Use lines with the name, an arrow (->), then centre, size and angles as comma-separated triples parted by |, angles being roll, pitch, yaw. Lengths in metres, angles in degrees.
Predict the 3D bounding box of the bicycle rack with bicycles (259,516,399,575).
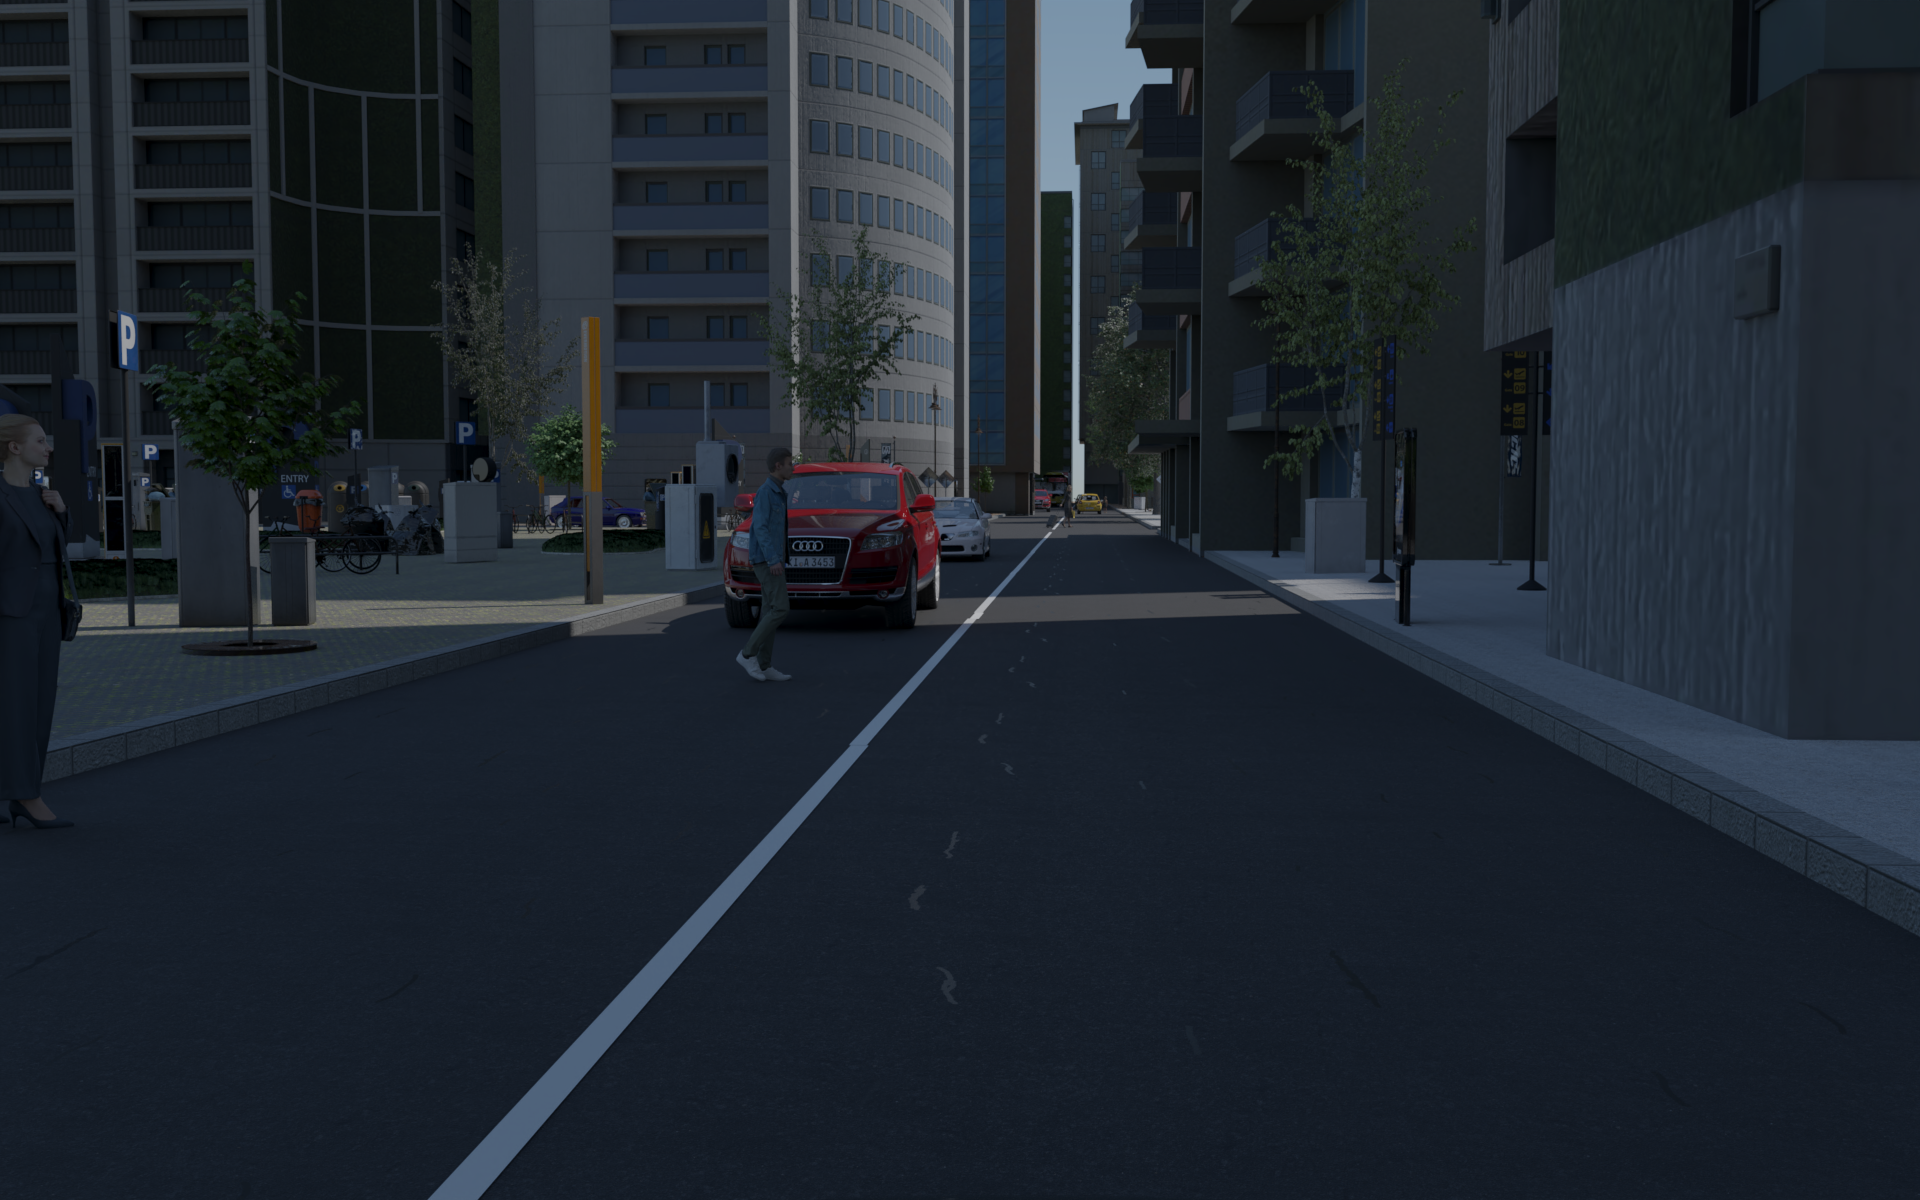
bicycle rack with bicycles -> -10.430, -0.884, 27.831 | 2.925, 0.926, 2.852 | -3, 4, -36

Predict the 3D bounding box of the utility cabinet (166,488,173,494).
utility cabinet -> -29.619, -3.392, 64.138 | 1.173, 1.500, 0.318 | -1, 4, -17

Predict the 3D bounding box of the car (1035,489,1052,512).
car -> 6.224, -7.948, 138.628 | 2.281, 1.827, 5.304 | 0, 4, 2

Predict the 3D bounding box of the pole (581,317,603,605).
pole -> -4.267, -1.605, 20.092 | 0.158, 3.312, 0.155 | 0, 3, 0

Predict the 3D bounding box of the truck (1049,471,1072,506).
truck -> 12.107, -13.501, 209.653 | 2.839, 4.237, 11.283 | 0, 4, 6

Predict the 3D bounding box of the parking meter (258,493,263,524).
parking meter -> -29.858, -4.174, 73.957 | 0.255, 1.863, 0.399 | 3, 5, 44

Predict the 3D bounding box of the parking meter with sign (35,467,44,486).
parking meter with sign -> -52.727, -6.328, 99.724 | 0.543, 3.016, 1.738 | 1, 4, 20

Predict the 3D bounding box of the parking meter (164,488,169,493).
parking meter -> -27.271, -3.113, 59.312 | 0.372, 1.533, 0.369 | 0, 3, 0

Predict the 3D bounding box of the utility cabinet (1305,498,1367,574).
utility cabinet -> 6.105, -1.040, 28.165 | 1.020, 1.237, 0.306 | -2, 4, -25

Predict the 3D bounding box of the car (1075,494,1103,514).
car -> 9.266, -6.977, 124.296 | 2.015, 1.641, 3.980 | 0, 4, 3

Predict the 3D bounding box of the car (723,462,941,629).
car -> -1.373, -0.705, 20.200 | 2.281, 1.827, 5.304 | 0, 4, 4

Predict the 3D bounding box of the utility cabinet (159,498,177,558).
utility cabinet -> -13.780, -1.212, 30.984 | 0.306, 1.237, 1.020 | 1, 4, 23

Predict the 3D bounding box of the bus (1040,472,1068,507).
bus -> 10.771, -12.468, 195.402 | 2.896, 3.916, 12.252 | 0, 4, 5

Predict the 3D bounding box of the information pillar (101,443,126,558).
information pillar -> -12.291, -1.269, 25.232 | 0.304, 2.012, 0.304 | -1, 4, -17

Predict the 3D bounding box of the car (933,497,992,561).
car -> -0.303, -1.598, 38.484 | 2.083, 1.381, 4.827 | 0, 4, 3

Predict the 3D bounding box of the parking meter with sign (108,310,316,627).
parking meter with sign -> -7.212, -1.257, 16.816 | 1.738, 3.016, 0.543 | 0, 4, -8

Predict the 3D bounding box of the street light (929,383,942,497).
street light -> -1.029, -6.066, 71.971 | 0.468, 5.910, 1.993 | 0, 4, 4

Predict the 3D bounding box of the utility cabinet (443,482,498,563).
utility cabinet -> -9.188, -1.457, 32.493 | 0.318, 1.500, 1.173 | 1, 4, 23

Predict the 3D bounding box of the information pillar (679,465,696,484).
information pillar -> -6.768, -2.378, 43.373 | 0.304, 2.012, 0.304 | 1, 4, 11

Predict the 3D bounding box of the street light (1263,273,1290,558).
street light -> 6.393, -3.799, 34.899 | 0.468, 5.910, 1.993 | 0, 4, 4

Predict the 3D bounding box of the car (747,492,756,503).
car -> -6.816, -3.564, 67.312 | 4.494, 1.783, 2.155 | 0, 4, 3

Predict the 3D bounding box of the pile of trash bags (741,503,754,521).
pile of trash bags -> -5.224, -2.593, 52.156 | 1.912, 1.369, 3.447 | -3, 5, -40

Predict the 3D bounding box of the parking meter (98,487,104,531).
parking meter -> -21.742, -2.147, 43.521 | 0.372, 1.533, 0.369 | 0, 3, 0

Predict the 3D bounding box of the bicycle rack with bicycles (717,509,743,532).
bicycle rack with bicycles -> -7.159, -2.792, 59.034 | 2.852, 0.926, 2.925 | -2, 4, -35

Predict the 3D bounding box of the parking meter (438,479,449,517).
parking meter -> -19.278, -3.609, 64.717 | 0.399, 1.863, 0.255 | -1, 4, -11

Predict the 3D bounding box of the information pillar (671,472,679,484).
information pillar -> -9.444, -3.258, 57.757 | 0.304, 2.012, 0.304 | 0, 4, 6

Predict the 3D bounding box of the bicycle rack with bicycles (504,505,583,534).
bicycle rack with bicycles -> -13.600, -2.657, 56.830 | 2.852, 0.926, 2.925 | -2, 4, -28

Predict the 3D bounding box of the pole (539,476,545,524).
pole -> -17.728, -4.864, 73.369 | 0.158, 3.312, 0.155 | 0, 3, 0

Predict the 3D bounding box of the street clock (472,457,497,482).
street clock -> -9.422, -1.822, 34.359 | 0.471, 2.002, 0.358 | 2, 4, 34

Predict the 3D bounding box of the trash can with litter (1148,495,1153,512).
trash can with litter -> 14.696, -7.125, 127.544 | 2.233, 1.210, 1.678 | 1, 4, 14

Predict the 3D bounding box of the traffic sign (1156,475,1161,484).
traffic sign -> 8.435, -4.125, 71.081 | 0.795, 2.450, 0.064 | 0, 4, 4

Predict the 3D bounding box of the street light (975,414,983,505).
street light -> 1.074, -7.751, 99.510 | 0.468, 5.910, 1.993 | 0, 4, 4

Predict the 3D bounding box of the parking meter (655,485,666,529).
parking meter -> -8.192, -2.396, 47.584 | 0.372, 1.533, 0.369 | 0, 3, 0

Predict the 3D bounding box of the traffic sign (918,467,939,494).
traffic sign -> -1.159, -3.678, 63.785 | 0.795, 2.450, 0.064 | 0, 4, 4

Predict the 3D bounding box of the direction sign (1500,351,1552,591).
direction sign -> 7.639, -1.898, 23.035 | 0.876, 3.537, 0.379 | 1, 4, 17

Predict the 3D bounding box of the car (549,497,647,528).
car -> -14.431, -3.490, 69.641 | 3.894, 1.354, 1.945 | 0, 4, 6

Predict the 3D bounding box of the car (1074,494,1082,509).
car -> 11.896, -9.554, 165.990 | 2.009, 1.686, 4.222 | 0, 4, 4

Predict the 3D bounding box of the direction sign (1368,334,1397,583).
direction sign -> 6.119, -2.020, 25.029 | 0.379, 3.537, 0.876 | 0, 4, -5

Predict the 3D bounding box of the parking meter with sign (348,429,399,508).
parking meter with sign -> -15.396, -3.058, 46.253 | 1.738, 3.016, 0.543 | 1, 4, 14

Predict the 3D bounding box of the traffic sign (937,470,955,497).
traffic sign -> -0.585, -4.166, 71.749 | 0.795, 2.450, 0.064 | 0, 4, 4

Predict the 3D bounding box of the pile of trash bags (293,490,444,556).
pile of trash bags -> -12.690, -1.671, 37.081 | 3.447, 1.369, 1.912 | 1, 4, 13

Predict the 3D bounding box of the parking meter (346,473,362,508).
parking meter -> -16.854, -2.596, 48.152 | 0.399, 1.863, 0.255 | -1, 4, -21

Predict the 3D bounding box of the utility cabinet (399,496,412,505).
utility cabinet -> -17.419, -2.578, 53.316 | 1.020, 1.237, 0.306 | -2, 4, -24

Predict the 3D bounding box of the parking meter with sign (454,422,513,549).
parking meter with sign -> -11.310, -2.754, 41.296 | 1.738, 3.016, 0.543 | 3, 5, 40

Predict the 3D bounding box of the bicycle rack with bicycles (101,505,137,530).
bicycle rack with bicycles -> -28.895, -2.700, 57.527 | 2.852, 0.926, 2.925 | -3, 4, -38

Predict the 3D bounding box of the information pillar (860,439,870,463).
information pillar -> -3.997, -5.011, 73.283 | 0.504, 3.616, 0.183 | 3, 4, 36

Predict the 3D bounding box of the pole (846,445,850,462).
pole -> -4.632, -4.791, 72.173 | 0.158, 3.312, 0.155 | 0, 3, 0
